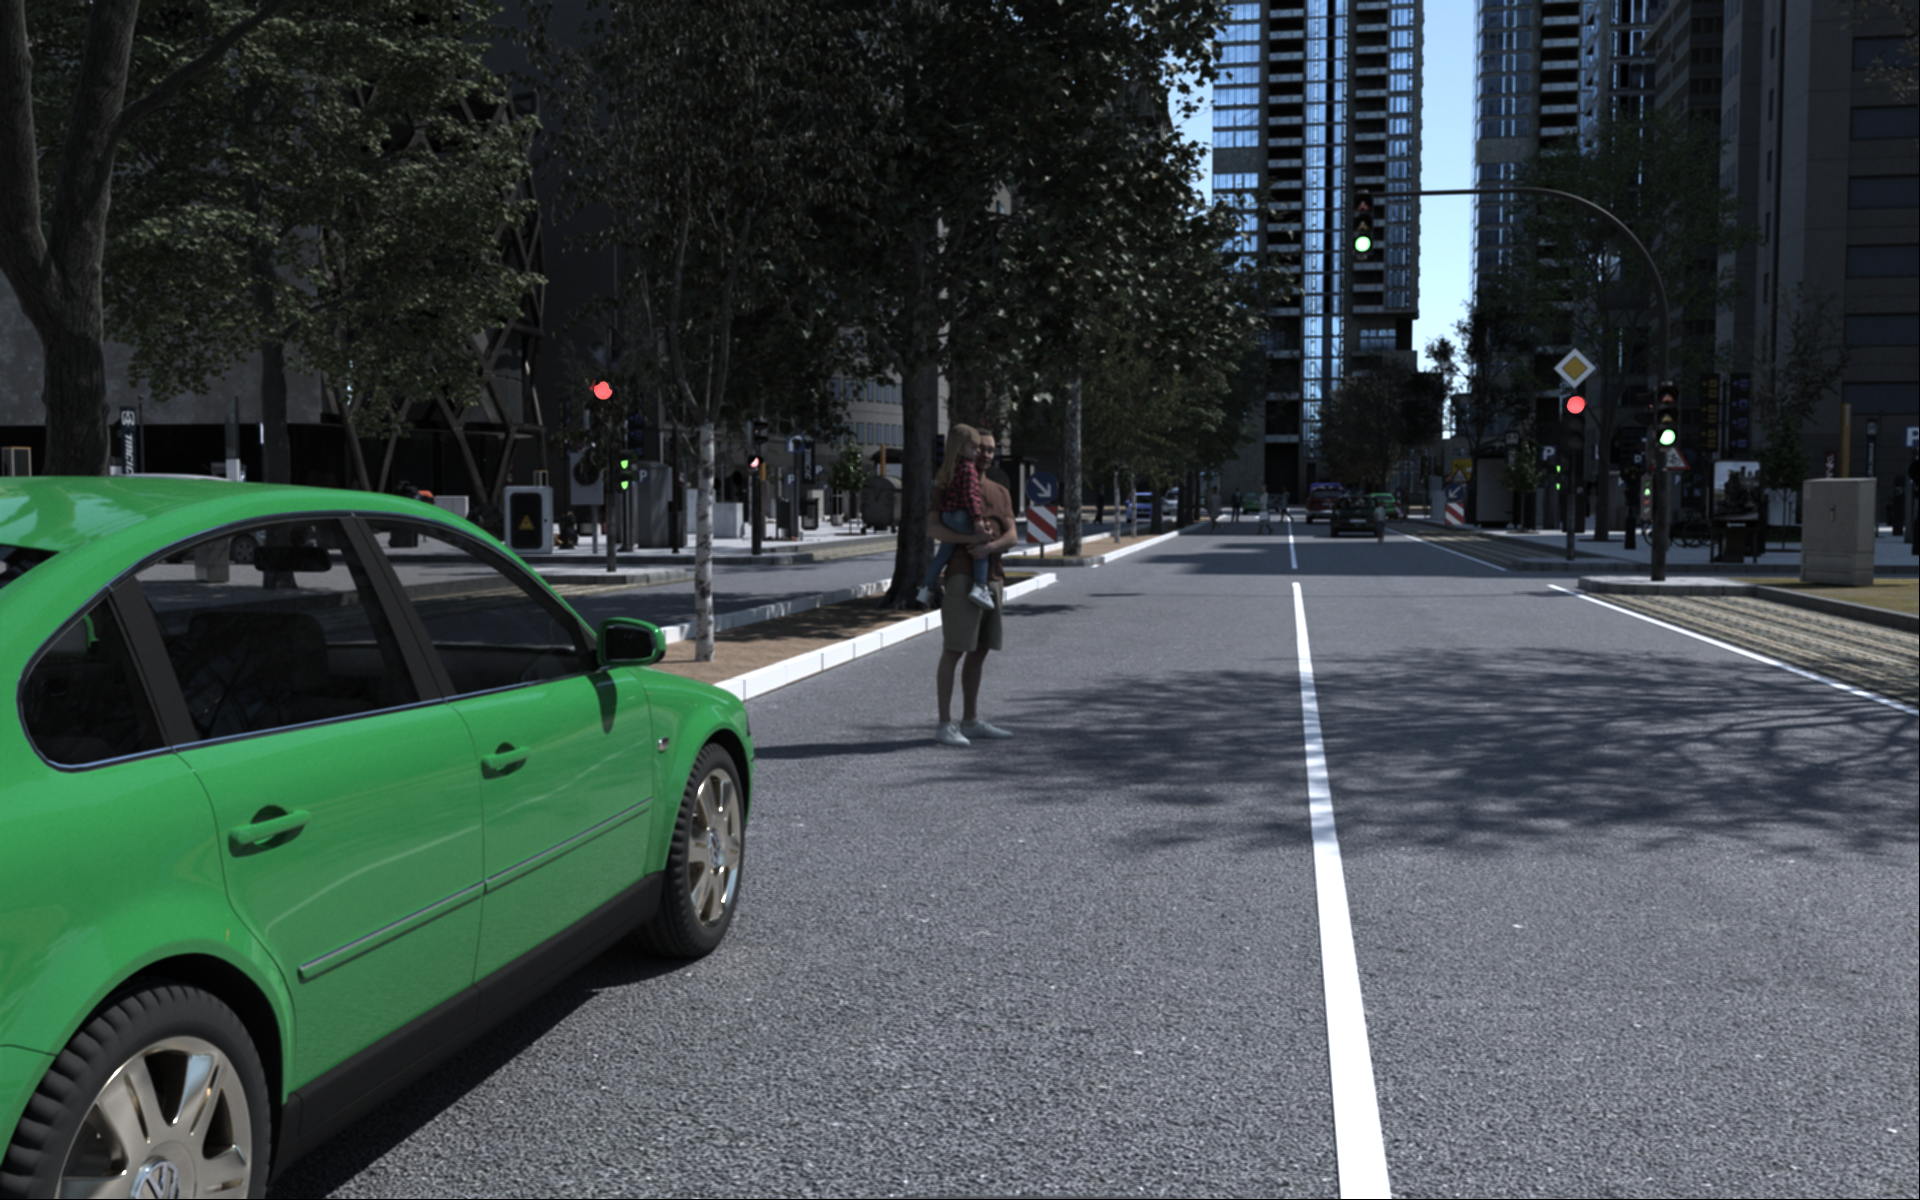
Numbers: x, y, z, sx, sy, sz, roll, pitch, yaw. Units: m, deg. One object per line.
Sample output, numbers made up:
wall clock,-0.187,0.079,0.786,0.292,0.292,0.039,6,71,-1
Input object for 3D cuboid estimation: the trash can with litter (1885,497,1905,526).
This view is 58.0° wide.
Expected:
trash can with litter,37.584,-3.538,69.237,1.055,1.170,0.624,2,4,28

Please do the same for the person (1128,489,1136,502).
person,10.291,-5.766,102.871,0.635,1.810,0.391,-2,4,-33

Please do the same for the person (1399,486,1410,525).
person,20.548,-4.377,80.039,0.573,1.828,0.580,-1,4,-22

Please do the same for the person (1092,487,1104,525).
person,6.471,-4.387,80.643,0.534,1.772,0.576,0,4,-7

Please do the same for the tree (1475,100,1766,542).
tree,17.385,-7.374,46.317,9.928,11.665,9.643,0,3,0

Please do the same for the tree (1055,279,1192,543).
tree,5.670,-6.315,56.073,4.737,8.622,4.395,0,3,0

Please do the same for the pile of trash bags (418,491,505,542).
pile of trash bags,-13.093,-2.273,46.921,3.447,1.369,1.912,-2,4,-25

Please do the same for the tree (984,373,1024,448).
tree,1.414,-8.206,84.537,4.360,8.622,3.978,0,3,0

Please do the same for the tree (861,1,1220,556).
tree,1.518,-11.102,39.856,12.611,20.169,13.585,0,3,0

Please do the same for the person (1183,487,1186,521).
person,11.463,-4.871,88.242,0.635,1.810,0.391,-1,4,-19

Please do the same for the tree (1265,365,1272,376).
tree,12.720,-10.014,91.933,9.928,11.665,9.643,0,3,0

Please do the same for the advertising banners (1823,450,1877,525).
advertising banners,35.258,-4.432,68.644,2.074,3.025,0.090,1,4,11

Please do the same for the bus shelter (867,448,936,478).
bus shelter,-2.581,-5.191,78.789,2.014,3.302,5.546,1,4,11

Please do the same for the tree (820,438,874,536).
tree,-3.322,-3.631,53.963,1.663,3.219,1.824,0,3,0

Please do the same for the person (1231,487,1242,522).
person,14.386,-4.986,90.202,0.721,1.800,0.419,-1,4,-15

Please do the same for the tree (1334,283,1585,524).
tree,22.114,-8.549,74.192,8.767,10.594,7.601,-2,4,-33

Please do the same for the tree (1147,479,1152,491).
tree,20.918,-11.717,186.168,1.663,3.219,1.824,0,3,0

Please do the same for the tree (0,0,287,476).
tree,-3.716,-4.815,6.940,9.928,11.665,9.643,0,3,0

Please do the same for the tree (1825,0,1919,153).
tree,10.382,-6.268,12.860,12.009,13.543,11.850,0,3,0

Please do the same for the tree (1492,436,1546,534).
tree,18.415,-3.773,56.289,1.663,3.219,1.824,0,3,0

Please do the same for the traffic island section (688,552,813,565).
traffic island section,-4.301,-0.868,36.478,2.009,0.180,2.903,1,4,11

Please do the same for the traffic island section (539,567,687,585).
traffic island section,-5.779,-0.388,28.631,2.009,0.180,2.903,1,4,11

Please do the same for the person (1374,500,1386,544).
person,12.127,-2.254,50.036,0.332,1.250,0.352,2,4,26

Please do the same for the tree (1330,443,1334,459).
tree,40.197,-14.317,168.493,8.767,10.594,7.601,1,4,17

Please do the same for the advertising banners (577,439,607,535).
advertising banners,-11.087,-3.579,54.708,2.074,3.025,0.090,1,4,8

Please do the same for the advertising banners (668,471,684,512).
advertising banners,-19.657,-7.318,115.835,2.074,3.025,0.090,-1,4,-16

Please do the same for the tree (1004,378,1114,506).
tree,6.018,-10.303,102.866,7.601,10.594,8.767,1,4,13

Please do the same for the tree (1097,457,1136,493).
tree,13.494,-10.050,148.028,4.285,4.588,4.351,0,3,0

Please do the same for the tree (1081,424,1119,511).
tree,10.586,-11.044,130.926,4.360,8.622,3.978,0,3,0

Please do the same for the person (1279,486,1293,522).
person,16.342,-4.794,86.975,0.778,1.811,0.616,0,4,0

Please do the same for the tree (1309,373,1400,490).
tree,41.206,-16.614,178.286,9.857,13.997,8.962,0,3,0

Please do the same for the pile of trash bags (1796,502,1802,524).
pile of trash bags,35.468,-3.898,73.492,1.912,1.369,3.447,3,5,44

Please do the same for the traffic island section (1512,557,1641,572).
traffic island section,11.807,-0.683,33.450,2.009,0.180,2.903,1,4,11

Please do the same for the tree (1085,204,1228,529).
tree,9.176,-9.709,71.576,12.009,13.543,11.850,0,3,0

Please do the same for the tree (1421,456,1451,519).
tree,24.371,-5.744,88.513,1.663,3.219,1.824,0,3,0

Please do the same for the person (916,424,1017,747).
person,0.041,-0.092,9.977,0.573,1.828,0.580,0,4,4

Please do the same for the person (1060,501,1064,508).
person,4.281,-3.629,68.188,0.716,1.782,0.532,0,4,8

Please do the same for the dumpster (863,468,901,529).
dumpster,-2.818,-3.816,64.889,1.502,2.255,1.985,1,4,11

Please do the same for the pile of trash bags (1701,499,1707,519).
pile of trash bags,35.451,-4.326,80.483,3.447,1.369,1.912,-3,5,-42

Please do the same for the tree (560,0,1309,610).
tree,-0.534,-6.242,21.520,9.611,12.733,9.660,0,3,0

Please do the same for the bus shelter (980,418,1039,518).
bus shelter,2.599,-7.136,94.302,2.179,5.291,8.768,1,4,11

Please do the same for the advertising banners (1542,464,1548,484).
advertising banners,35.209,-6.507,102.579,2.074,3.025,0.090,-2,4,-26

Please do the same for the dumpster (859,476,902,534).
dumpster,-2.504,-3.093,56.335,1.264,1.857,1.865,1,4,11

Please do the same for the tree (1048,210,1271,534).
tree,6.982,-8.650,62.015,7.486,12.596,7.792,0,3,0

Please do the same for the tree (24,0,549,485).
tree,-9.655,-6.419,23.081,7.486,12.596,7.792,0,3,0

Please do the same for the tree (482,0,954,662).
tree,-2.149,-3.788,14.751,4.360,8.622,3.978,0,3,0

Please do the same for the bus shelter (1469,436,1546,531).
bus shelter,19.736,-4.209,62.739,2.014,3.302,5.546,1,4,11

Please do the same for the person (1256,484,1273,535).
person,10.705,-3.177,60.802,0.624,1.780,0.694,1,4,11

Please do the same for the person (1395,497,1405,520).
person,22.206,-4.823,87.130,0.659,1.850,0.755,-1,4,-18

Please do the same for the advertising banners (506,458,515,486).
advertising banners,-19.081,-4.592,71.272,2.074,3.025,0.090,2,4,28

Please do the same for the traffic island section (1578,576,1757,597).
traffic island section,10.329,-0.203,25.603,2.009,0.180,2.903,1,4,11

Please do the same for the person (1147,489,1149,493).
person,14.249,-7.501,131.135,1.348,1.826,0.705,-3,4,-37

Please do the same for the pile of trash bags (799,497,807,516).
pile of trash bags,-10.422,-5.630,101.797,3.447,1.369,1.912,0,4,-1

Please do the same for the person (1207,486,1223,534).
person,9.267,-3.269,62.696,0.466,1.731,0.760,-3,5,-45
